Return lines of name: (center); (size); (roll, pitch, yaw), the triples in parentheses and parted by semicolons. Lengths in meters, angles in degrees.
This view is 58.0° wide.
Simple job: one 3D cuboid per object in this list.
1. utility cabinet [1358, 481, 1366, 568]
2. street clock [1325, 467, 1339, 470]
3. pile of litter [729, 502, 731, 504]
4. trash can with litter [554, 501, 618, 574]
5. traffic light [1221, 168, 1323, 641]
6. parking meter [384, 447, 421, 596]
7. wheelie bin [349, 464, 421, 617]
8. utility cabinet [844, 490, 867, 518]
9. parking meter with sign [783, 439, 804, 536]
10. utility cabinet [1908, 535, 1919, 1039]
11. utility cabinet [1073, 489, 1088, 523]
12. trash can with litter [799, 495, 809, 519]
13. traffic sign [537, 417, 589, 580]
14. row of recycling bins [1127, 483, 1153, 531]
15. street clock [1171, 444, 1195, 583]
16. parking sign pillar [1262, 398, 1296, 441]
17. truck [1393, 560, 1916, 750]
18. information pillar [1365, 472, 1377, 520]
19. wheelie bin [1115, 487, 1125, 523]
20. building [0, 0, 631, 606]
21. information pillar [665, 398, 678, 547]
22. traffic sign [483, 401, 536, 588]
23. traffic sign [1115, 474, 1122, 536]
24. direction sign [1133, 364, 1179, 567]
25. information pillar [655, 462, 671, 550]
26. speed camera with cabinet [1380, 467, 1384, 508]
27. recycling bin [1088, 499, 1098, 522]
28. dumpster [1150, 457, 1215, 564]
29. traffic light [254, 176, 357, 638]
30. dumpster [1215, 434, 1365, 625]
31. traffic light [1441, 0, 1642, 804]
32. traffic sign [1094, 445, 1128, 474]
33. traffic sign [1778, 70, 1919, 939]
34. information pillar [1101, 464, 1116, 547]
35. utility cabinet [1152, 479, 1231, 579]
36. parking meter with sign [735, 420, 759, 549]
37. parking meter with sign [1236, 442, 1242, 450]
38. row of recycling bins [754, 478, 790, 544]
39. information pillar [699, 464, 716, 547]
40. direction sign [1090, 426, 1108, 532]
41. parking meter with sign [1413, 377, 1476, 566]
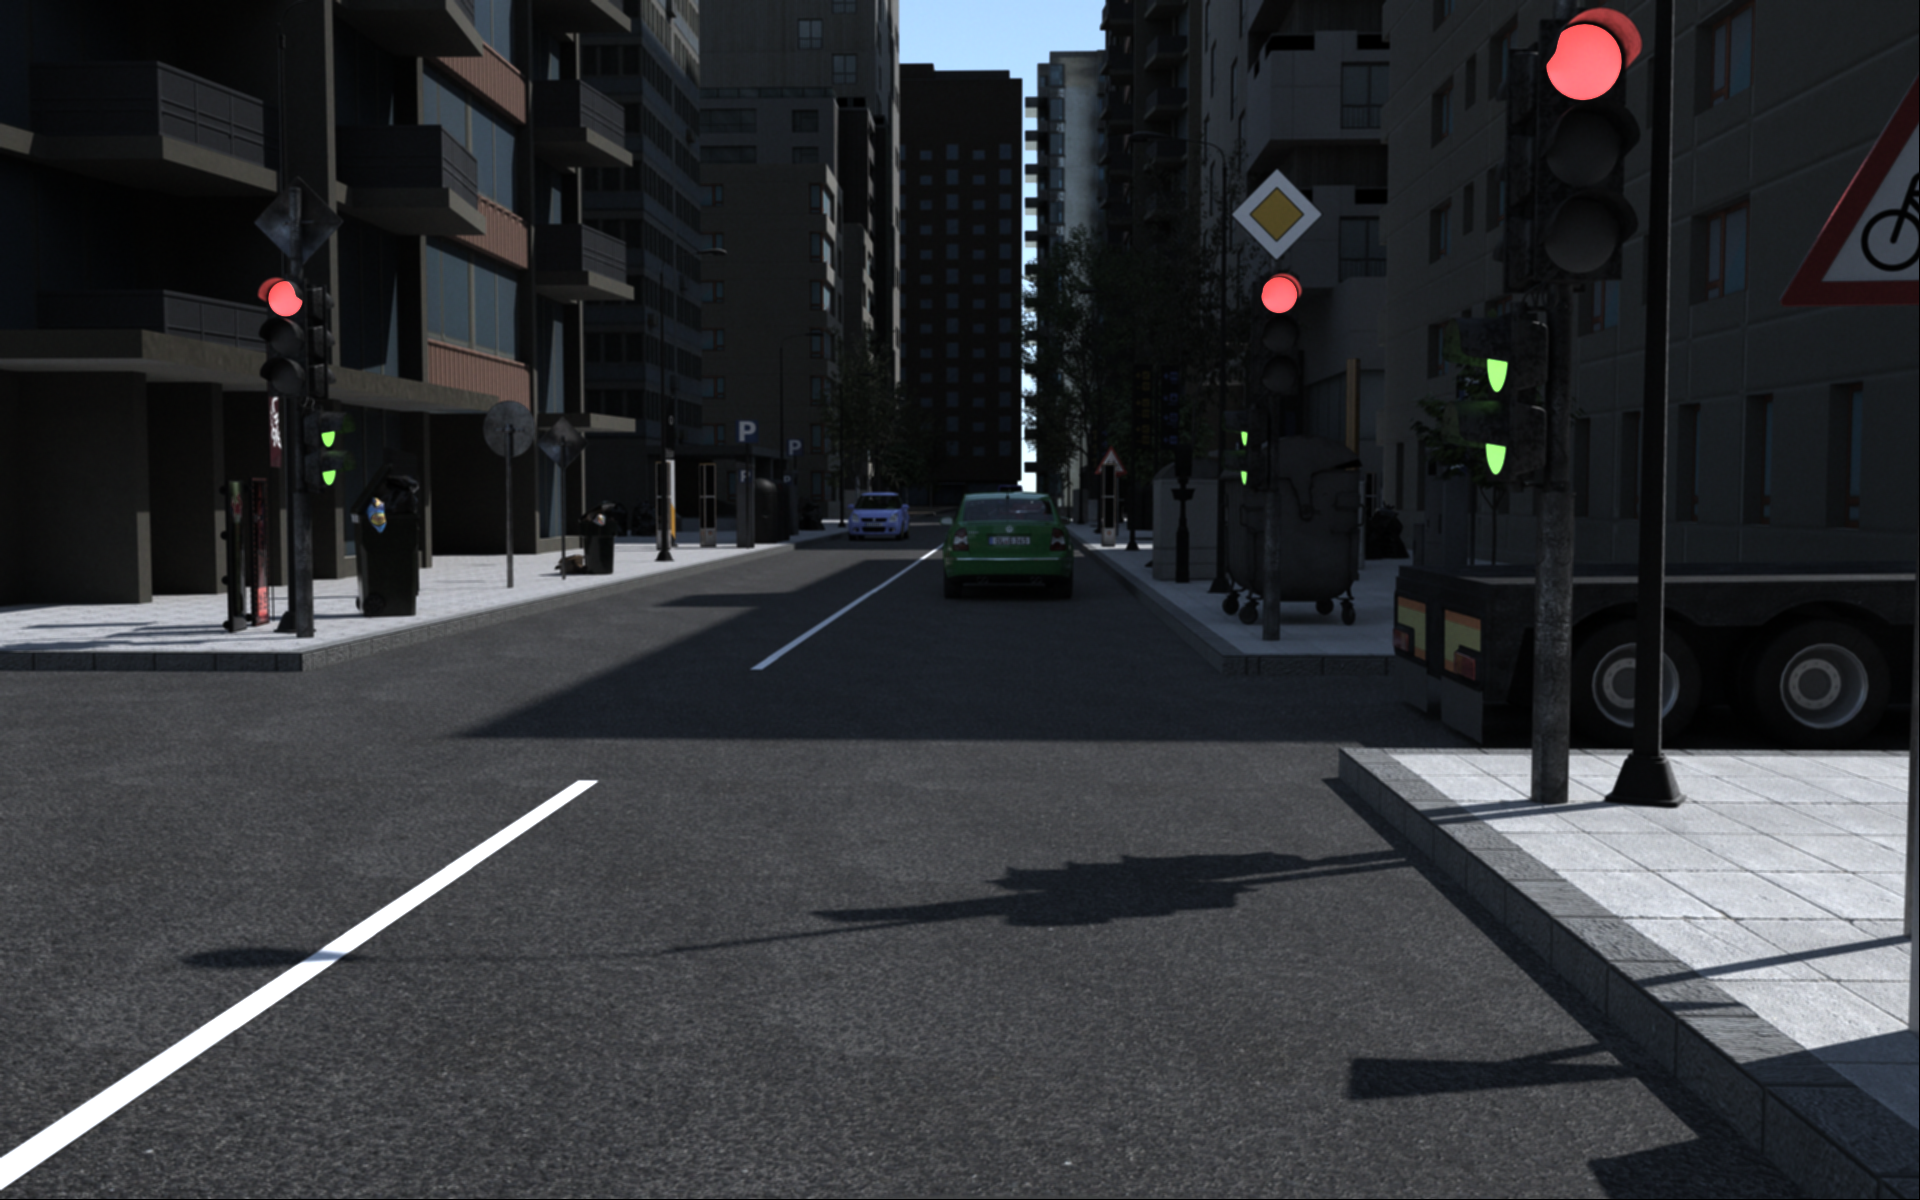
utility cabinet: (6.338, -1.286, 29.708); (1.173, 1.500, 0.318); (1, 4, 21)
street clock: (9.853, -2.537, 46.044); (0.471, 2.002, 0.358); (-2, 4, -28)
pile of litter: (-12.105, -4.589, 89.000); (1.176, 0.858, 1.719); (0, 4, -4)
trash can with litter: (-6.018, -1.001, 27.751); (1.055, 1.170, 0.624); (1, 4, 22)
traffic light: (2.716, -1.601, 15.099); (0.839, 4.253, 0.868); (0, 4, 2)
parking meter: (-7.023, -0.986, 21.828); (0.399, 1.863, 0.255); (-2, 4, -31)
wheelie bin: (-6.070, -0.639, 18.350); (0.693, 1.594, 0.980); (-2, 4, -25)
utility cabinet: (-5.445, -5.018, 90.715); (1.173, 1.500, 0.318); (0, 4, 8)
parking meter with sign: (-5.321, -3.522, 53.846); (0.543, 3.016, 1.738); (1, 4, 9)
utility cabinet: (2.351, 0.463, 3.599); (0.306, 1.237, 1.020); (0, 4, 7)
utility cabinet: (5.251, -4.094, 75.623); (0.318, 1.500, 1.173); (2, 4, 24)
trash can with litter: (-8.228, -4.642, 86.949); (2.233, 1.210, 1.678); (-1, 4, -20)
traffic sign: (-5.936, -1.511, 25.892); (0.795, 2.450, 0.064); (0, 4, 4)
row of recycling bins: (7.323, -3.289, 60.896); (3.534, 1.692, 1.069); (3, 5, 44)
street clock: (3.222, -1.252, 25.034); (0.358, 2.002, 0.471); (0, 4, 4)
parking sign pillar: (7.557, -3.248, 41.569); (1.447, 3.967, 1.447); (-1, 4, -15)
truck: (12.279, -1.248, 10.163); (18.799, 4.110, 2.967); (0, 4, 3)
information pillar: (13.997, -3.335, 59.019); (0.304, 2.012, 0.304); (3, 4, 36)
wheelie bin: (6.805, -4.202, 76.615); (0.980, 1.594, 0.693); (-3, 4, -38)
building: (-18.757, -23.062, 31.688); (22.147, 44.769, 28.867); (0, 4, 2)
information pillar: (-7.053, -3.094, 41.940); (0.183, 3.616, 0.504); (1, 4, 20)
traffic sign: (-6.163, -1.440, 23.656); (0.768, 2.556, 0.104); (1, 4, 10)
traffic sign: (4.784, -3.212, 52.621); (0.768, 2.556, 0.104); (0, 4, 4)
direction sign: (3.440, -2.349, 30.402); (0.876, 3.537, 0.379); (-1, 4, -20)
information pillar: (-6.773, -2.145, 39.555); (0.304, 2.012, 0.304); (0, 4, -2)
speed camera with cabinet: (13.812, -3.746, 55.586); (0.660, 3.252, 2.038); (1, 4, 13)
recycling bin: (6.470, -4.204, 81.290); (0.722, 1.027, 0.722); (-2, 4, -35)
dumpster: (3.782, -1.372, 28.187); (1.264, 1.857, 1.865); (0, 4, 2)
traffic light: (-5.841, -1.618, 15.375); (0.839, 4.253, 0.868); (0, 4, 2)
dumpster: (3.367, -0.727, 17.646); (1.264, 1.857, 1.865); (0, 4, 2)
traffic light: (2.443, -1.113, 7.119); (0.839, 4.253, 0.868); (0, 4, 2)
traffic sign: (4.026, -2.825, 46.188); (0.884, 2.594, 0.081); (0, 4, 4)
traffic sign: (2.767, -0.302, 4.938); (0.884, 2.594, 0.081); (0, 4, 5)
information pillar: (3.617, -2.309, 42.245); (0.304, 2.012, 0.304); (0, 4, -5)
utility cabinet: (3.475, -1.055, 25.924); (1.173, 1.500, 0.318); (-1, 4, -19)
parking meter with sign: (-5.131, -2.764, 41.457); (0.543, 3.016, 1.738); (-1, 4, -10)
parking meter with sign: (10.109, -3.766, 57.843); (1.738, 3.016, 0.543); (0, 4, -4)
row of recycling bins: (-5.214, -2.408, 46.477); (1.069, 1.692, 3.534); (0, 4, 2)
information pillar: (-6.100, -2.287, 41.883); (0.304, 2.012, 0.304); (-2, 4, -31)
direction sign: (4.676, -4.053, 58.266); (0.876, 3.537, 0.379); (-3, 5, -44)
parking meter with sign: (7.344, -1.823, 26.066); (0.543, 3.016, 1.738); (-1, 4, -10)
